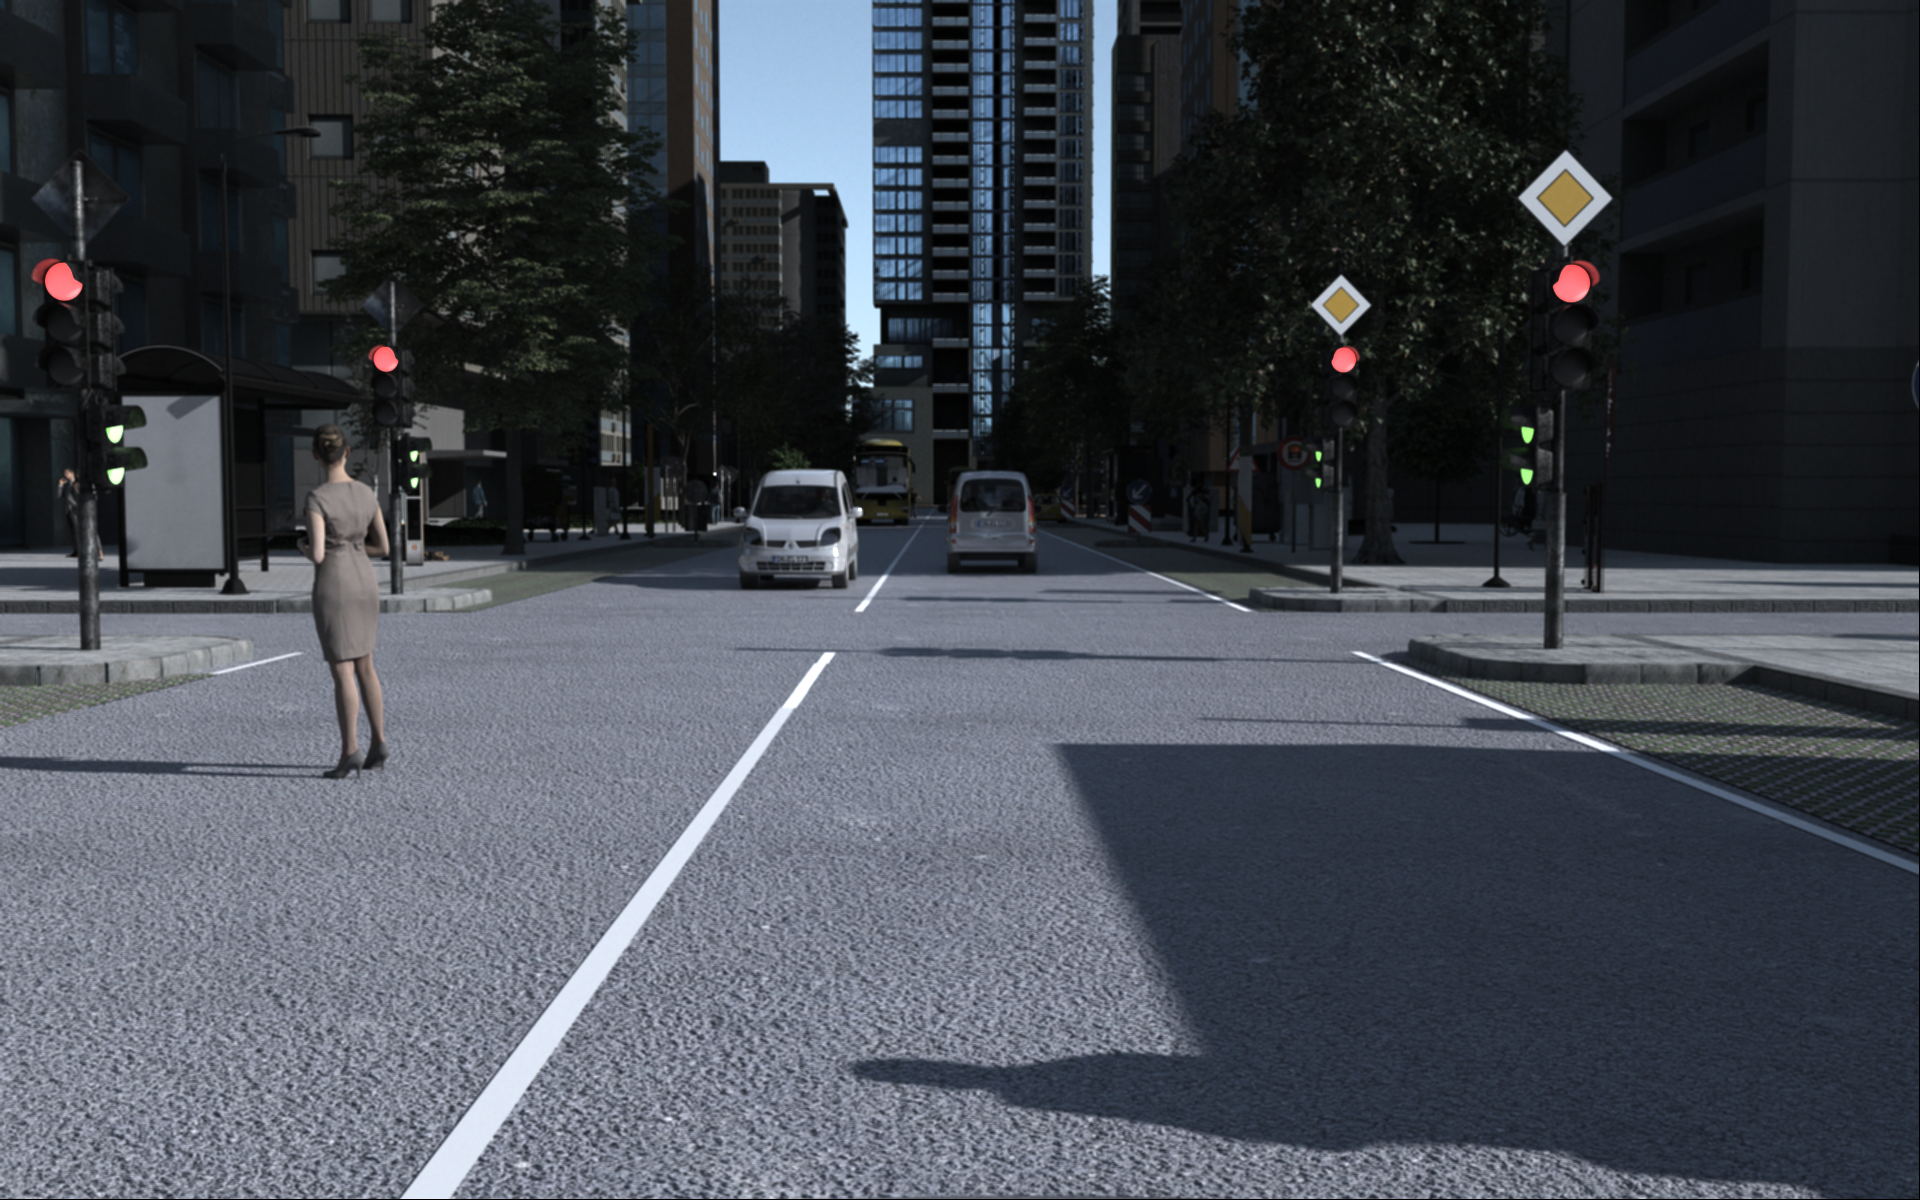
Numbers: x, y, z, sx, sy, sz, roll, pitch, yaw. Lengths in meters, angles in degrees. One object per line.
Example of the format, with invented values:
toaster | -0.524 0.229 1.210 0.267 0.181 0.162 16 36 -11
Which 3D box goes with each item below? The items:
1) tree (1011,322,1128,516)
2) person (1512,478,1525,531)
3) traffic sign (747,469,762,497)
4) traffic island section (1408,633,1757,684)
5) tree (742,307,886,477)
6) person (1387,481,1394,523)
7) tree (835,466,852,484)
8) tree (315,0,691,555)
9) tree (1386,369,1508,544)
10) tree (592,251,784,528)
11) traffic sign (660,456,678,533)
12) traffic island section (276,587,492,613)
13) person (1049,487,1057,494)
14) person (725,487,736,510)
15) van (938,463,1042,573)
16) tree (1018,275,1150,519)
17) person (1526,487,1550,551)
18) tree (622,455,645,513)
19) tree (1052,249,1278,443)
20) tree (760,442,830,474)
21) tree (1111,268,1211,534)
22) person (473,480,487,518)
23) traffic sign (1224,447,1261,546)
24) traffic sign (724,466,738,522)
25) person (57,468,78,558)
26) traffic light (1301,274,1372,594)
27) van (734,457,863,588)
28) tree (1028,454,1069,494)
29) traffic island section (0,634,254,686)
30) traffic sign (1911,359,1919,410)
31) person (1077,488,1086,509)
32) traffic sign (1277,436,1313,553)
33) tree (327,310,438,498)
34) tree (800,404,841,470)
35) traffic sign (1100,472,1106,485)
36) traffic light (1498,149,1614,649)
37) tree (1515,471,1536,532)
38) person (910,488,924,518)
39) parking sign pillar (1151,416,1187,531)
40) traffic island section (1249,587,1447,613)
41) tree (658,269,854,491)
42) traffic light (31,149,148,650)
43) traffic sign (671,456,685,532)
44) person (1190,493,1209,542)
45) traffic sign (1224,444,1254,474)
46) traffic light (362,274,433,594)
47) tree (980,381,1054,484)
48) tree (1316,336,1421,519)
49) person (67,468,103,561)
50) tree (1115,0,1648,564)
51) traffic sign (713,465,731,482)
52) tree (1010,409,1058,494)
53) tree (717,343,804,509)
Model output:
tree | 7.058 -10.863 103.364 9.928 11.665 9.643 0 3 0
person | 19.574 -3.345 60.612 0.818 1.842 0.514 -3 5 -42
traffic sign | -10.463 -5.384 88.134 0.768 2.556 0.104 0 3 0
traffic island section | 4.952 0.482 14.393 2.009 0.180 2.903 0 4 0
tree | -10.169 -12.913 117.778 9.857 13.997 8.962 0 3 0
person | 15.245 -3.376 61.816 0.480 1.755 0.524 -1 4 -17
tree | -10.537 -9.811 144.121 4.285 4.588 4.351 0 3 0
tree | -9.631 -7.257 36.778 7.486 12.596 7.792 0 3 0
tree | 12.528 -3.755 45.102 4.285 4.588 4.351 0 3 0
tree | -10.292 -8.033 65.754 8.767 10.594 7.601 2 4 25
traffic sign | -9.734 -3.503 57.387 0.768 2.556 0.104 0 4 3
traffic island section | -7.259 0.000 22.277 2.009 0.180 2.903 0 4 0
person | 6.871 -7.472 128.221 1.348 1.823 0.705 -2 4 -31
person | -18.879 -8.367 142.850 0.705 1.823 1.348 2 4 32
van | 0.576 -1.579 32.822 2.013 2.044 4.112 0 4 0
tree | 6.567 -10.504 89.868 7.486 12.596 7.792 0 3 0
person | 13.187 -2.012 39.295 0.624 1.780 0.694 2 4 24
tree | -14.132 -5.103 78.036 1.663 3.219 1.824 0 3 0
tree | 7.623 -7.985 64.970 8.767 10.594 7.601 0 4 1
tree | -10.867 -7.616 108.230 4.285 4.588 4.351 0 3 0
tree | 7.002 -6.386 54.772 4.737 8.622 4.395 0 3 0
person | -19.153 -3.844 68.752 0.748 1.841 0.638 -3 4 -38
traffic sign | 6.913 -2.597 42.459 0.884 2.594 0.081 0 4 7
traffic sign | -10.516 -4.820 78.915 0.768 2.556 0.104 0 4 2
person | -17.945 -1.764 35.069 0.592 1.802 0.473 2 4 33
traffic light | 4.842 -2.039 22.263 0.839 4.253 0.868 0 4 0
van | -2.530 -1.259 27.603 2.013 2.044 4.112 0 4 -1
tree | 6.879 -9.185 133.892 4.285 4.588 4.351 0 3 0
traffic island section | -7.189 0.489 14.292 2.009 0.180 2.903 0 4 0
traffic sign | 8.011 -0.845 13.929 0.768 2.556 0.104 0 4 6
person | 10.233 -8.608 146.918 1.348 1.807 0.705 2 4 35
traffic sign | 7.299 -2.307 37.824 0.768 2.556 0.104 1 4 8
tree | -22.415 -7.108 66.570 4.360 8.622 3.978 0 3 0
tree | -10.202 -11.069 131.346 4.360 8.622 3.978 0 3 0
traffic sign | 8.150 -5.859 95.894 0.768 2.556 0.104 1 4 9
traffic light | 4.911 -1.551 14.278 0.839 4.253 0.868 0 4 0
tree | 19.536 -3.937 58.968 1.663 3.219 1.824 0 3 0
person | -2.799 -5.795 103.261 1.348 1.822 0.705 -1 4 -22
parking sign pillar | 7.273 -4.381 60.100 1.447 3.967 1.447 -3 4 -37
traffic island section | 4.882 -0.006 22.378 2.009 0.180 2.903 0 4 0
tree | -11.018 -11.248 94.282 12.009 13.543 11.850 0 3 0
traffic light | -7.149 -1.544 14.157 0.839 4.253 0.868 0 4 0
traffic sign | -9.607 -3.549 58.136 0.768 2.556 0.104 0 4 5
person | 6.393 -2.184 46.020 0.640 1.303 0.475 -3 5 -41
traffic sign | 7.274 -2.773 45.067 0.795 2.593 0.064 0 4 1
traffic light | -7.219 -2.032 22.142 0.839 4.253 0.868 0 4 0
tree | 6.552 -15.546 171.184 9.611 12.733 9.660 0 3 0
tree | 15.059 -7.051 65.644 4.360 8.622 3.978 0 3 0
person | -16.751 -1.641 33.154 0.520 1.790 0.573 -3 5 -44
tree | 7.605 -7.014 31.691 9.611 12.733 9.660 0 3 0
traffic sign | -10.585 -4.726 77.001 0.795 2.593 0.064 0 4 4
tree | 6.392 -11.528 138.848 4.360 8.622 3.978 0 3 0
tree | -9.779 -8.092 82.672 4.737 8.622 4.395 0 3 0
